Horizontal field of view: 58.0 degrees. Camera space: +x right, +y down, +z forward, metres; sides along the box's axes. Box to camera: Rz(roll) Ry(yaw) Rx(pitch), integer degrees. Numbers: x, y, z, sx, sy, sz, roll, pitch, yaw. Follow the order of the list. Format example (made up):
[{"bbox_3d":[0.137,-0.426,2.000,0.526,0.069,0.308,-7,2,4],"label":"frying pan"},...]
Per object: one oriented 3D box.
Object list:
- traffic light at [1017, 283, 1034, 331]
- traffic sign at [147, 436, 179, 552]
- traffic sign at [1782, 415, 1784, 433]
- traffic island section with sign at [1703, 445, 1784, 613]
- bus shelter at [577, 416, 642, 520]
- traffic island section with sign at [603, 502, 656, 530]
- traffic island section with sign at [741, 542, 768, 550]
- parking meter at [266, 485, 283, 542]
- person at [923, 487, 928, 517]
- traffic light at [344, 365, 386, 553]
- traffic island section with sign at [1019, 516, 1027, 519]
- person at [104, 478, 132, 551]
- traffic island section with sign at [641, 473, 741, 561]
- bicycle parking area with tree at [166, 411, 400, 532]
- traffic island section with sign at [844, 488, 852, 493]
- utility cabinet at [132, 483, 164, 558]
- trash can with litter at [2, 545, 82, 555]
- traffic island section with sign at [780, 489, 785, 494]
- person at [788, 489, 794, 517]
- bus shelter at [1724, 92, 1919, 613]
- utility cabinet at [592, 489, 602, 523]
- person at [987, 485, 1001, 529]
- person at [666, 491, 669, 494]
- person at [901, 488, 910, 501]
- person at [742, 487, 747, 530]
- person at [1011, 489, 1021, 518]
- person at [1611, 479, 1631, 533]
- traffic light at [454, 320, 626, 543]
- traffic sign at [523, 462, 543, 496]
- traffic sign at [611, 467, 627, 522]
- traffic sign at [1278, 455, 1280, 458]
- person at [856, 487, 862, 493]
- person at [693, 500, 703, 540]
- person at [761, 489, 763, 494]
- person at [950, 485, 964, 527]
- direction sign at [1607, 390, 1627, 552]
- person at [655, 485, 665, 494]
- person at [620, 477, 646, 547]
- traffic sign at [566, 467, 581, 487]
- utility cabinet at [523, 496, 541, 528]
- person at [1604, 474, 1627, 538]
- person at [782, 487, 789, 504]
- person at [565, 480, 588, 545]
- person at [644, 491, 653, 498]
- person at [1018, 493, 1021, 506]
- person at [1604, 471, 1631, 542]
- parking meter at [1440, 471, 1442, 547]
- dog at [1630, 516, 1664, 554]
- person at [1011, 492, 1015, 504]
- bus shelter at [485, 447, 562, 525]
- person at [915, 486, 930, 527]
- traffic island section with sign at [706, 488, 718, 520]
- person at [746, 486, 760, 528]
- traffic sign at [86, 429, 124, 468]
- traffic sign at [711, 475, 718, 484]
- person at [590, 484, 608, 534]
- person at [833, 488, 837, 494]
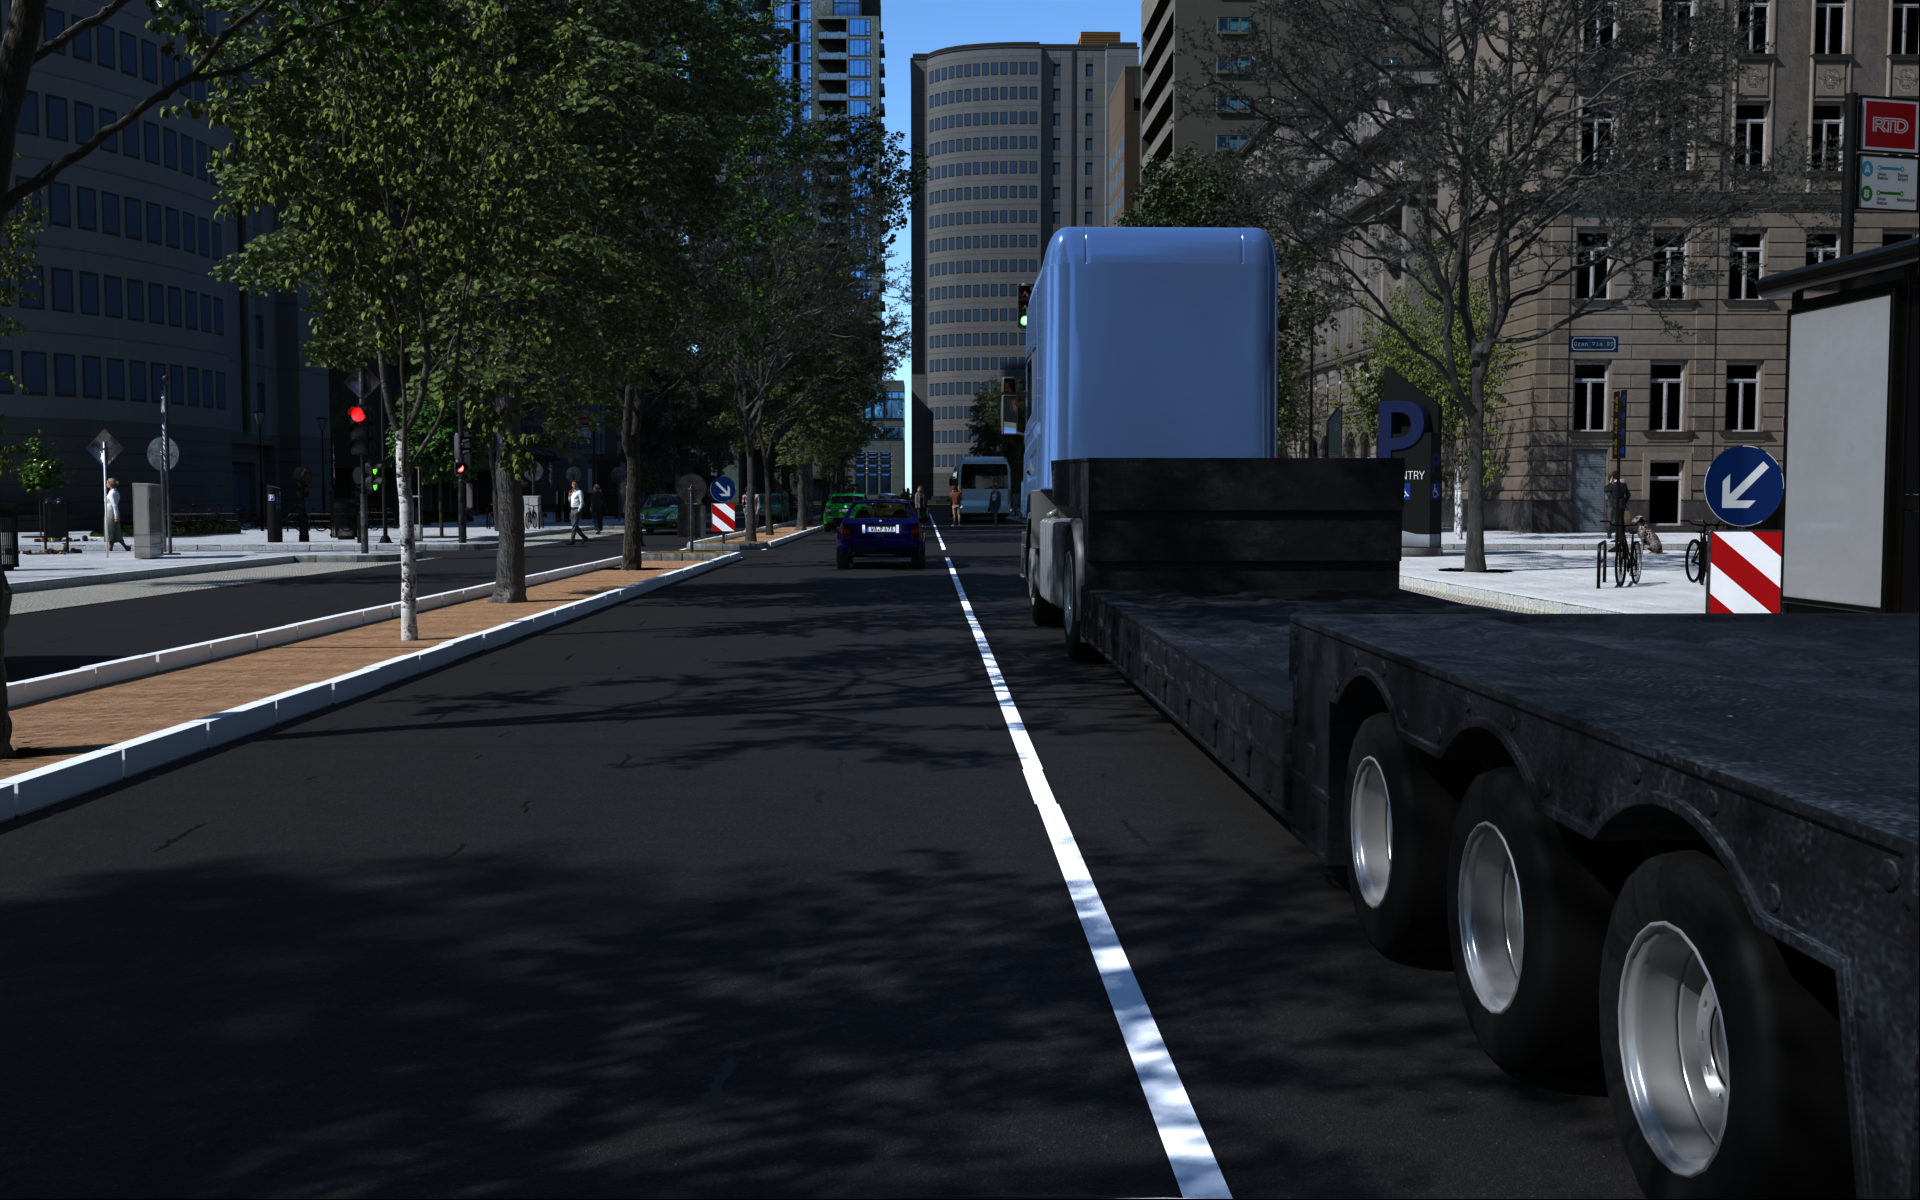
[{"bbox_3d":[3.612,-3.848,37.580,4.771,5.953,1.251,0,4,-1],"label":"traffic light"},{"bbox_3d":[-17.573,-2.329,38.188,0.768,2.556,0.104,0,4,7],"label":"traffic sign"},{"bbox_3d":[10.657,-1.320,21.686,0.768,2.556,0.104,0,4,7],"label":"traffic sign"},{"bbox_3d":[6.260,-0.382,14.881,1.989,1.847,2.006,0,4,-1],"label":"traffic island section with sign"},{"bbox_3d":[-18.541,-6.947,91.217,2.179,5.291,8.768,0,4,-1],"label":"bus shelter"},{"bbox_3d":[-13.301,-3.758,70.065,1.989,1.847,2.006,0,4,-1],"label":"traffic island section with sign"},{"bbox_3d":[-6.108,-2.271,45.270,2.006,1.907,1.989,0,4,-1],"label":"traffic island section with sign"},{"bbox_3d":[-18.237,-2.304,46.080,0.372,1.533,0.369,0,3,0],"label":"parking meter"},{"bbox_3d":[-2.008,-5.435,97.163,0.655,1.846,0.447,-3,4,-38],"label":"person"},{"bbox_3d":[-12.855,-2.962,37.344,0.839,4.253,0.868,0,4,-1],"label":"traffic light"},{"bbox_3d":[4.406,-5.505,98.631,1.989,1.847,2.006,0,4,-1],"label":"traffic island section with sign"},{"bbox_3d":[-19.254,-1.883,39.516,0.641,1.798,0.478,0,4,-4],"label":"person"},{"bbox_3d":[-5.954,-1.818,37.864,2.006,1.907,1.989,0,4,-1],"label":"traffic island section with sign"},{"bbox_3d":[-24.219,-4.622,62.569,9.016,4.147,8.231,1,4,16],"label":"bicycle parking area with tree"},{"bbox_3d":[-7.775,-6.866,120.390,2.006,1.907,1.989,0,4,-1],"label":"traffic island section with sign"},{"bbox_3d":[-16.197,-1.584,34.584,0.318,1.500,1.173,-1,4,-13],"label":"utility cabinet"},{"bbox_3d":[-19.774,-1.590,37.049,1.678,1.210,2.233,2,4,30],"label":"trash can with litter"},{"bbox_3d":[-15.003,-8.502,147.642,1.989,1.847,2.006,0,4,-1],"label":"traffic island section with sign"},{"bbox_3d":[-10.532,-6.010,107.191,0.534,1.772,0.576,-1,4,-17],"label":"person"},{"bbox_3d":[8.745,-2.291,15.082,2.179,5.291,8.768,0,4,-1],"label":"bus shelter"},{"bbox_3d":[-15.724,-4.056,74.997,0.318,1.500,1.173,0,4,-6],"label":"utility cabinet"},{"bbox_3d":[1.487,-3.876,71.888,0.581,1.822,0.654,3,5,39],"label":"person"},{"bbox_3d":[-25.997,-9.057,154.785,0.551,1.740,0.621,0,4,-7],"label":"person"},{"bbox_3d":[-3.526,-6.453,113.986,0.580,1.828,0.573,-3,4,-38],"label":"person"},{"bbox_3d":[-8.349,-3.614,68.429,0.563,1.720,0.643,-2,4,-26],"label":"person"},{"bbox_3d":[3.331,-5.671,101.965,0.760,1.731,0.466,3,5,43],"label":"person"},{"bbox_3d":[21.220,-3.007,55.686,0.515,1.767,0.782,0,4,0],"label":"person"},{"bbox_3d":[-10.942,-4.327,45.408,4.771,5.953,1.251,0,4,-1],"label":"traffic light"},{"bbox_3d":[-16.551,-4.103,67.191,0.768,2.556,0.104,0,4,-1],"label":"traffic sign"},{"bbox_3d":[-15.872,-4.924,80.608,0.768,2.556,0.104,0,4,2],"label":"traffic sign"},{"bbox_3d":[8.880,-3.003,49.102,0.884,2.594,0.081,0,4,2],"label":"traffic sign"},{"bbox_3d":[-5.510,-5.319,95.634,0.590,1.801,0.661,-3,4,-38],"label":"person"},{"bbox_3d":[-8.077,-2.755,53.811,0.520,1.790,0.573,3,5,42],"label":"person"},{"bbox_3d":[-21.686,-11.212,189.503,0.705,1.807,1.348,-1,4,-14],"label":"person"},{"bbox_3d":[-0.114,-4.165,76.567,0.580,1.828,0.573,-3,5,-40],"label":"person"},{"bbox_3d":[14.479,-2.819,38.081,0.379,3.537,0.876,0,4,5],"label":"direction sign"},{"bbox_3d":[-17.488,-5.768,100.709,0.532,1.782,0.716,-3,4,-36],"label":"person"},{"bbox_3d":[-8.938,-2.410,47.267,0.648,1.900,0.474,0,4,0],"label":"person"},{"bbox_3d":[-17.895,-4.897,80.176,0.768,2.556,0.104,0,4,8],"label":"traffic sign"},{"bbox_3d":[-16.612,-3.385,66.502,1.020,1.237,0.306,1,4,11],"label":"utility cabinet"},{"bbox_3d":[18.969,-2.705,50.079,0.655,1.846,0.447,-1,4,-13],"label":"person"},{"bbox_3d":[-10.248,-5.676,101.150,0.795,1.843,0.661,2,4,25],"label":"person"},{"bbox_3d":[-10.891,-2.477,49.098,0.679,1.850,0.850,3,5,40],"label":"person"},{"bbox_3d":[-24.570,-8.016,137.048,0.705,1.831,1.348,1,4,23],"label":"person"},{"bbox_3d":[6.291,-11.034,186.322,0.709,1.838,0.599,-1,4,-21],"label":"person"},{"bbox_3d":[17.506,-2.494,46.188,0.648,1.900,0.474,-2,4,-30],"label":"person"},{"bbox_3d":[10.400,-1.975,38.004,0.255,1.863,0.399,2,4,31],"label":"parking meter"},{"bbox_3d":[14.854,-1.391,37.123,0.513,0.831,0.800,-2,4,-27],"label":"dog"},{"bbox_3d":[5.669,-11.064,187.657,0.721,1.735,1.217,2,4,28],"label":"person"},{"bbox_3d":[-18.628,-4.906,74.135,2.014,3.302,5.546,0,4,-1],"label":"bus shelter"},{"bbox_3d":[-1.677,-4.108,75.855,0.709,1.800,0.728,-2,4,-29],"label":"person"},{"bbox_3d":[-13.896,-5.426,97.351,1.989,1.847,2.006,0,4,-1],"label":"traffic island section with sign"},{"bbox_3d":[-6.804,-2.911,56.846,0.466,1.731,0.760,-1,4,-14],"label":"person"},{"bbox_3d":[-17.187,-2.147,34.838,0.795,2.593,0.064,0,4,7],"label":"traffic sign"},{"bbox_3d":[-16.650,-7.136,116.779,0.768,2.556,0.104,0,4,0],"label":"traffic sign"},{"bbox_3d":[-12.756,-3.193,61.132,0.534,1.772,0.576,2,4,33],"label":"person"},{"bbox_3d":[-7.329,-5.649,101.042,0.473,1.802,0.592,1,4,19],"label":"person"}]
